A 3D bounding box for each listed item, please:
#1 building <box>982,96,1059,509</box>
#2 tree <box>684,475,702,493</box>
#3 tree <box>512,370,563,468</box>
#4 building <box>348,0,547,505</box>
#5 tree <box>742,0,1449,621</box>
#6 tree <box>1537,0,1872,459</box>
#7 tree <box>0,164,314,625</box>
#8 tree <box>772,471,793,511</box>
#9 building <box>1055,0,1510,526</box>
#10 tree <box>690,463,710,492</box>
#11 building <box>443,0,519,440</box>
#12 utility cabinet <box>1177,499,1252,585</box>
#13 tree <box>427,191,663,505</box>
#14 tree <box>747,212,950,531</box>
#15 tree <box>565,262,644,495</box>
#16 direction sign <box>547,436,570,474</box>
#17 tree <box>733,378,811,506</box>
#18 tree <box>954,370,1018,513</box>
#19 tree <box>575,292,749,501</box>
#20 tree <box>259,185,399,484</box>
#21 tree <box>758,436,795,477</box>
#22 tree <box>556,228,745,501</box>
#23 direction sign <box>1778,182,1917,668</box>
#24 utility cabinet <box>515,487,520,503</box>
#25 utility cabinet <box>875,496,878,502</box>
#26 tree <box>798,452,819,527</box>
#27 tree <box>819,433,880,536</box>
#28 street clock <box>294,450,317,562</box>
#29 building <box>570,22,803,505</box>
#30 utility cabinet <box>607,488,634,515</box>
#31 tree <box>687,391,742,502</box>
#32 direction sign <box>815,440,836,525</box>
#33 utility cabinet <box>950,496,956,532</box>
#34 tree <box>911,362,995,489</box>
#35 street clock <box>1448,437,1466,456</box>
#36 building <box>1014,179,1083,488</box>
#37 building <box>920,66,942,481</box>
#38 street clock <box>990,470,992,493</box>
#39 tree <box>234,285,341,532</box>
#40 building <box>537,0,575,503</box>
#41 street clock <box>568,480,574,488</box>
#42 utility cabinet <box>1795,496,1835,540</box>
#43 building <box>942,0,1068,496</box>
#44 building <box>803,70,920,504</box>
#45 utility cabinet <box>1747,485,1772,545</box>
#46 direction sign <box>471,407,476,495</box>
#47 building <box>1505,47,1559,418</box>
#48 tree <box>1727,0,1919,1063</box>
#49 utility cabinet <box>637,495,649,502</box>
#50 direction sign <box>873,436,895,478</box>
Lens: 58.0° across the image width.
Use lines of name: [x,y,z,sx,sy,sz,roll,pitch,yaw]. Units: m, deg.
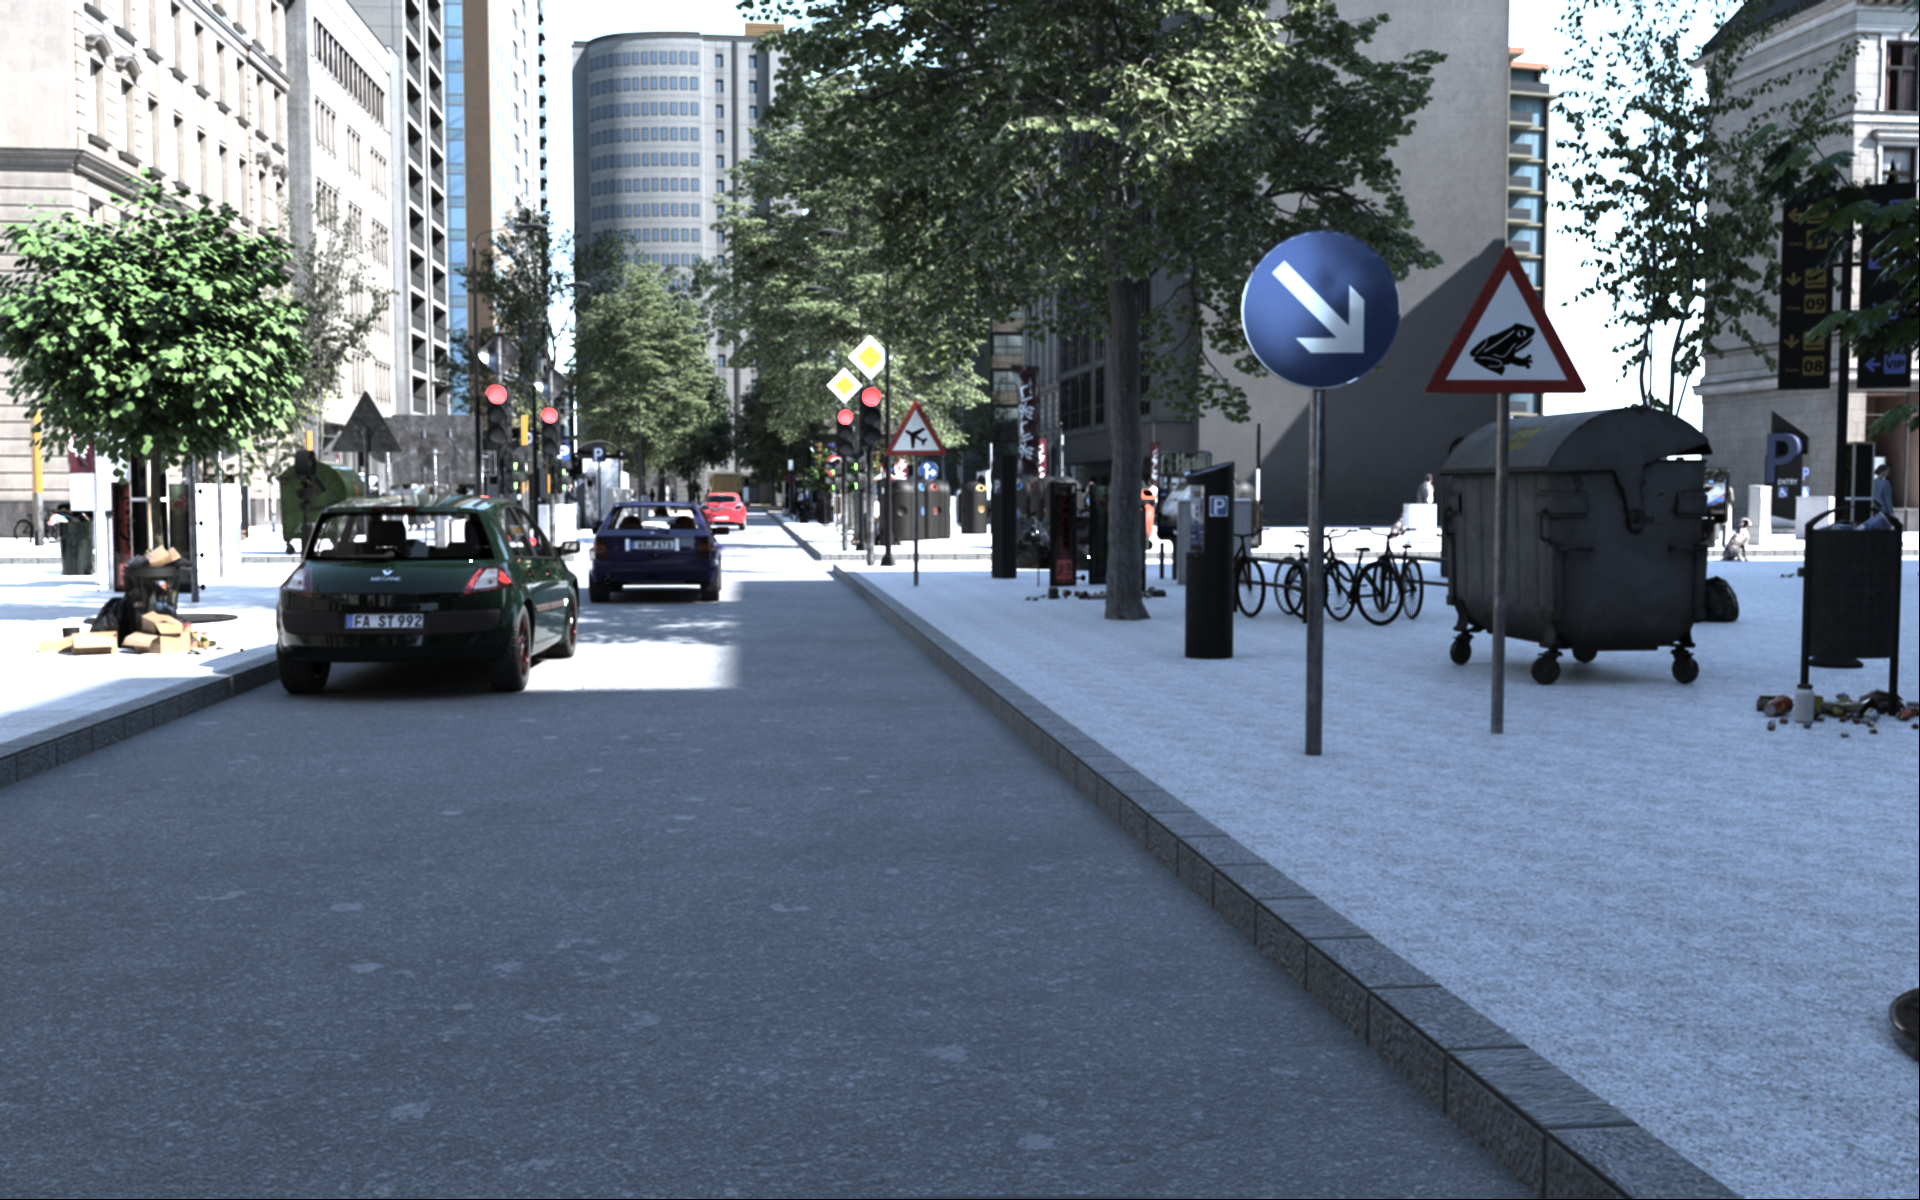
building: [8.415,-21.819,128.435,14.160,30.474,14.107,0,4,-7]
tree: [-27.173,-11.175,177.312,1.663,3.219,1.824,0,3,0]
tree: [-25.657,-9.327,102.862,4.737,8.622,4.395,0,3,0]
building: [-50.283,-44.112,159.477,20.611,71.187,20.563,0,4,-7]
tree: [1.291,-6.071,17.385,7.486,12.596,7.792,0,3,0]
tree: [9.264,-4.397,22.247,4.737,8.622,4.395,0,3,0]
tree: [-8.095,-2.067,17.506,4.285,4.588,4.351,0,3,0]
tree: [-13.830,-8.500,133.579,1.663,3.219,1.824,0,3,0]
building: [13.394,-17.524,80.023,14.314,27.812,24.014,0,4,-7]
tree: [-28.025,-14.159,181.867,4.360,8.622,3.978,0,3,0]
building: [-43.081,-29.773,136.907,14.600,45.320,14.200,0,4,-7]
utility cabinet: [3.594,-0.816,24.501,1.020,1.237,0.306,0,4,2]
tree: [-13.016,-7.335,54.341,7.601,10.594,8.767,-2,4,-30]
tree: [-3.758,-8.245,60.565,9.928,11.665,9.643,0,3,0]
tree: [-15.650,-10.168,84.381,7.486,12.596,7.792,0,3,0]
direction sign: [-15.698,-4.638,67.827,0.876,3.537,0.379,0,4,-3]
tree: [-20.105,-17.132,186.763,9.857,13.997,8.962,0,3,0]
tree: [1.648,-9.302,102.456,4.360,8.622,3.978,0,3,0]
tree: [-16.625,-10.997,96.813,9.611,12.733,9.660,0,3,0]
tree: [-15.386,-5.527,40.726,4.360,8.622,3.978,0,3,0]
tree: [-16.341,-12.646,157.118,4.360,8.622,3.978,0,3,0]
tree: [-22.907,-16.508,125.790,12.611,20.169,13.585,0,3,0]
direction sign: [6.530,-1.274,12.822,0.876,3.537,0.379,1,4,21]
utility cabinet: [-14.048,-2.845,55.196,0.318,1.500,1.173,-2,4,-25]
utility cabinet: [-5.119,-6.103,110.938,1.020,1.237,0.306,-1,4,-12]
tree: [-5.199,-4.429,67.009,1.663,3.219,1.824,0,3,0]
tree: [-3.207,-3.605,53.546,1.663,3.219,1.824,0,3,0]
street clock: [-10.791,-1.470,28.609,0.358,2.002,0.471,0,4,-4]
building: [-34.206,-41.435,219.465,28.212,58.520,21.231,0,4,-7]
utility cabinet: [-16.195,-4.539,82.891,1.173,1.500,0.318,1,4,19]
tree: [-26.060,-15.622,165.789,12.009,13.543,11.850,0,3,0]
direction sign: [-5.640,-4.923,72.481,0.876,3.537,0.379,0,4,-4]
utility cabinet: [-0.618,-2.852,57.800,1.020,1.237,0.306,-3,5,-41]
tree: [-0.430,-8.699,92.583,4.737,8.622,4.395,0,3,0]
street clock: [6.481,-1.076,22.159,0.358,2.002,0.471,-2,4,-26]
building: [11.408,-16.045,104.131,13.314,21.916,24.055,0,4,-7]
building: [2.849,-29.759,170.156,14.154,41.232,14.086,0,4,-7]
street clock: [1.035,-2.766,49.789,0.358,2.002,0.471,-1,4,-15]
tree: [-23.312,-6.633,58.812,4.737,8.622,4.395,0,3,0]
building: [-64.371,-55.151,214.389,31.000,86.520,22.319,0,4,-7]
street clock: [-16.415,-4.157,72.544,0.471,2.002,0.358,1,4,15]
utility cabinet: [23.813,-2.267,48.231,0.306,1.237,1.020,-2,4,-28]
building: [8.936,-37.132,149.108,21.231,58.520,28.212,0,4,-7]
building: [-6.318,-38.908,225.376,27.495,52.752,28.713,0,4,-7]
utility cabinet: [20.095,-2.129,43.494,0.318,1.500,1.173,3,4,36]
direction sign: [-12.710,-3.264,45.364,0.379,3.537,0.876,-1,4,-8]
building: [43.192,-31.540,170.301,28.867,44.769,22.147,0,4,-7]
tree: [2.538,-0.562,3.796,1.663,3.219,1.824,0,3,0]
utility cabinet: [-14.765,-4.258,80.774,0.306,1.237,1.020,0,4,4]
direction sign: [-2.978,-4.601,67.221,0.876,3.537,0.379,0,4,3]
